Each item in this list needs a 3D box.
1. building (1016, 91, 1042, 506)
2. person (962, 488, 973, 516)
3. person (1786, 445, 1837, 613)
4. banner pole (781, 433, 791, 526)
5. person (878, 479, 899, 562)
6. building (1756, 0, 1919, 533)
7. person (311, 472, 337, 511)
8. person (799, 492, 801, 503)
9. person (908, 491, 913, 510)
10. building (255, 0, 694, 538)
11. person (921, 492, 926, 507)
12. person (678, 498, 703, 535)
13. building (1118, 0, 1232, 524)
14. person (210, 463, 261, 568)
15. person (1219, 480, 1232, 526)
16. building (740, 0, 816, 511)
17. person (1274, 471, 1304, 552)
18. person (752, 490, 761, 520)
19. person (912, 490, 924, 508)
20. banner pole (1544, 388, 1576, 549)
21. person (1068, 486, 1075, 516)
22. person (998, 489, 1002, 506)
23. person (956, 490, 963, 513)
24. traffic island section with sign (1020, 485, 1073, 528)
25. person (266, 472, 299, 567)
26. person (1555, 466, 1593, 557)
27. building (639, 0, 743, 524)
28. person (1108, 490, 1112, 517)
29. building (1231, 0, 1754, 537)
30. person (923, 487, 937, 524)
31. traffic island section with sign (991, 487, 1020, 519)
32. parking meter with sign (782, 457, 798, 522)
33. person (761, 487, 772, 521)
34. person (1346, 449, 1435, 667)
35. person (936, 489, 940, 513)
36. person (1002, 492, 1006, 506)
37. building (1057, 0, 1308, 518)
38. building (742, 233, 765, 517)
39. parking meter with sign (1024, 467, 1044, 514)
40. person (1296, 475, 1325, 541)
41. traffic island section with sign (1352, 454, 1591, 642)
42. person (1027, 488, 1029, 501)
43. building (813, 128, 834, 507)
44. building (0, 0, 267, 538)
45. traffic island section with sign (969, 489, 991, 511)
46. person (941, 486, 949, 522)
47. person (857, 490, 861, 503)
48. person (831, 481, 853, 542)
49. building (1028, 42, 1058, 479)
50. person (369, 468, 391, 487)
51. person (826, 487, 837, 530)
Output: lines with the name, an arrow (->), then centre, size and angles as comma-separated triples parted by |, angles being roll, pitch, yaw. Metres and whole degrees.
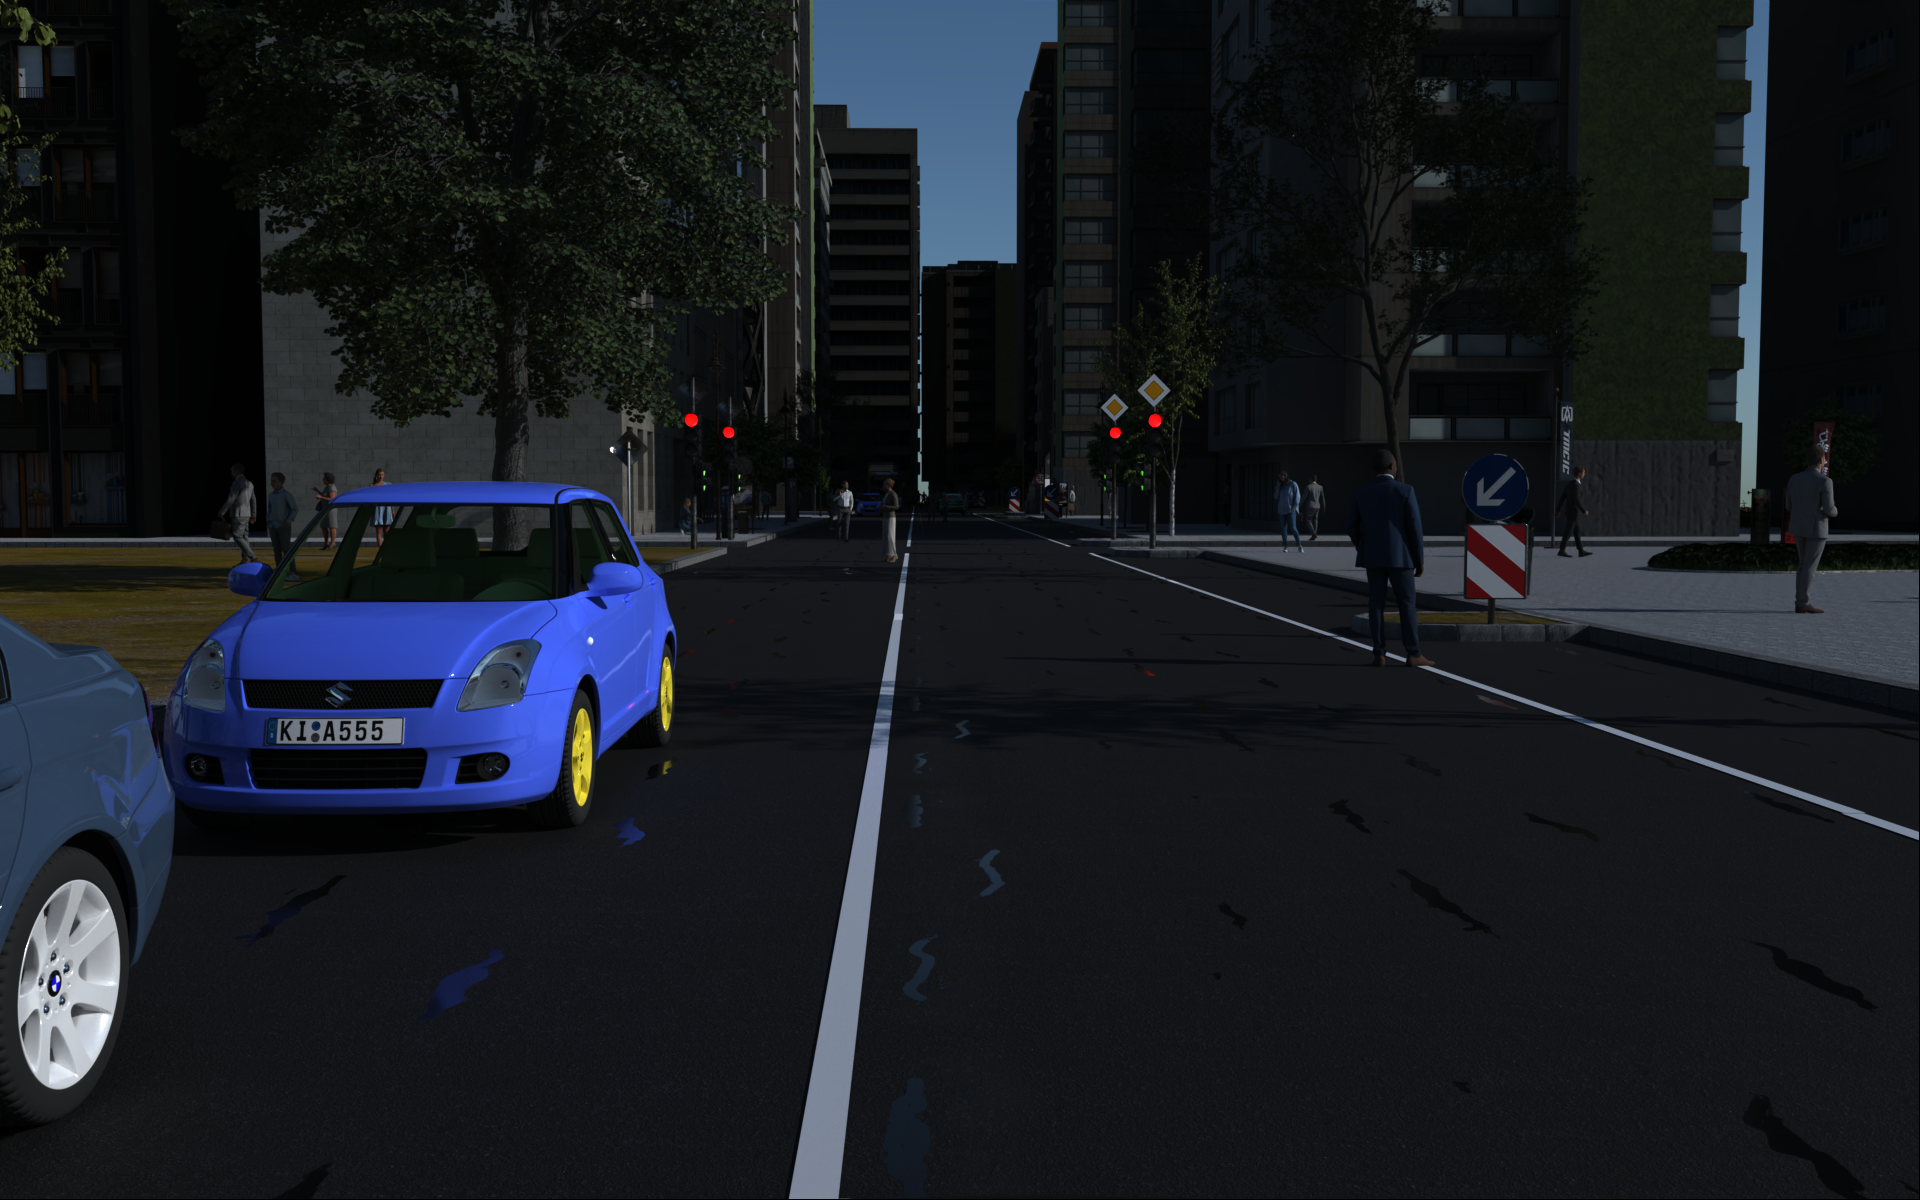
building -> 13.493, -32.982, 189.364 | 14.600, 45.320, 14.200 | 0, 4, -1
person -> 0.494, -6.332, 112.127 | 0.778, 1.811, 0.616 | 2, 4, 25
person -> 9.241, -0.761, 18.679 | 0.583, 1.804, 0.606 | -2, 4, -25
banner pole -> -7.052, -4.909, 70.274 | 0.401, 3.779, 0.863 | -1, 4, -12
person -> -1.532, -1.680, 36.516 | 0.362, 1.759, 0.519 | -2, 4, -28
building -> 42.119, -26.875, 63.112 | 21.600, 48.544, 21.300 | 0, 4, -1
person -> -14.535, -2.029, 39.574 | 0.532, 1.782, 0.716 | -2, 4, -35
person -> -10.020, -6.063, 106.018 | 0.563, 1.720, 0.643 | -1, 4, -23
person -> -4.535, -9.259, 160.410 | 0.750, 1.759, 0.617 | 1, 4, 12
building -> -15.335, -12.477, 58.745 | 10.420, 20.320, 16.860 | 0, 4, -1
person -> -3.931, -10.842, 186.699 | 0.756, 1.711, 0.436 | 3, 5, 39
person -> -8.518, -2.631, 54.565 | 0.738, 1.151, 1.012 | -1, 4, -17
building -> 14.209, -18.895, 80.631 | 14.160, 30.474, 14.107 | 0, 4, -1
person -> -12.498, -1.460, 30.029 | 0.853, 1.813, 0.709 | 0, 4, 3
person -> 10.740, -3.905, 69.801 | 0.656, 1.842, 0.836 | 1, 4, 19
building -> -18.311, -27.291, 129.802 | 14.154, 41.232, 14.086 | 0, 4, -1
person -> 7.270, -1.952, 38.231 | 0.793, 1.790, 0.793 | 0, 4, 7
person -> -10.030, -4.787, 84.656 | 0.599, 1.781, 0.374 | 2, 4, 30
person -> -4.384, -10.643, 182.533 | 1.348, 1.821, 0.705 | -1, 4, -21
banner pole -> 14.210, -3.114, 40.928 | 0.863, 3.779, 0.401 | -2, 4, -28
person -> 6.486, -5.782, 101.063 | 0.515, 1.767, 0.782 | 1, 4, 18
person -> 4.401, -11.351, 191.648 | 0.705, 1.821, 1.348 | 1, 4, 12
person -> -0.004, -7.445, 130.901 | 0.621, 1.740, 0.551 | 1, 4, 19
traffic island section with sign -> 3.703, -3.957, 73.324 | 1.989, 1.847, 2.006 | 0, 4, -1
person -> -10.090, -1.091, 25.696 | 0.589, 1.601, 0.330 | 2, 4, 33
person -> 12.499, -1.791, 35.108 | 0.755, 1.850, 0.659 | 0, 4, 5
building -> -16.773, -15.876, 77.588 | 12.078, 24.808, 19.932 | 0, 4, -1
person -> 8.450, -5.531, 96.351 | 0.514, 1.842, 0.818 | 3, 4, 36
building -> 16.413, -22.879, 57.660 | 14.086, 41.232, 14.154 | 0, 4, -1
person -> -1.449, -4.507, 82.543 | 0.716, 1.782, 0.532 | 2, 4, 32
traffic island section with sign -> 3.006, -5.640, 100.841 | 1.989, 1.847, 2.006 | 0, 4, -1
parking meter with sign -> -7.825, -5.133, 80.192 | 0.543, 3.016, 1.738 | -1, 4, -15
person -> -9.085, -4.494, 81.332 | 0.589, 1.601, 0.330 | 2, 4, 29
person -> 3.575, -0.349, 14.393 | 0.721, 1.800, 0.419 | 1, 4, 21
person -> -1.713, -7.591, 132.593 | 0.705, 1.826, 1.348 | 0, 4, -1
person -> 4.612, -10.693, 181.600 | 0.721, 1.743, 1.217 | -1, 4, -13
building -> 12.973, -26.017, 108.969 | 14.154, 41.232, 14.086 | 0, 4, -1
building -> -19.405, -13.981, 96.049 | 16.820, 18.784, 16.811 | 0, 4, -1
parking meter with sign -> 4.810, -7.060, 111.691 | 0.543, 3.016, 1.738 | -3, 4, -38
person -> 9.739, -2.555, 47.943 | 0.709, 1.813, 0.853 | -1, 4, -22
traffic island section with sign -> 5.122, -0.558, 17.759 | 1.989, 1.847, 2.006 | 0, 4, -1
person -> 4.809, -6.889, 119.434 | 0.466, 1.731, 0.760 | 3, 5, 44
building -> -25.353, -29.800, 179.118 | 23.993, 40.220, 32.217 | 0, 4, -1
building -> -31.774, -13.818, 55.606 | 15.834, 23.373, 12.332 | 0, 4, -1
traffic island section with sign -> 1.744, -8.679, 150.523 | 1.989, 1.847, 2.006 | 0, 4, -1
person -> -0.757, -4.856, 87.903 | 0.388, 1.821, 0.555 | 0, 4, 1
person -> -10.931, -11.096, 188.399 | 0.436, 1.711, 0.756 | 3, 5, 41
person -> -3.546, -2.664, 52.160 | 0.679, 1.850, 0.850 | -1, 4, -16
building -> 18.033, -31.399, 167.996 | 22.147, 44.769, 28.867 | 0, 4, -1
person -> -11.959, -1.806, 35.664 | 0.616, 1.811, 0.778 | -1, 4, -19
person -> -5.150, -3.658, 69.306 | 0.512, 1.701, 0.522 | 2, 4, 35
